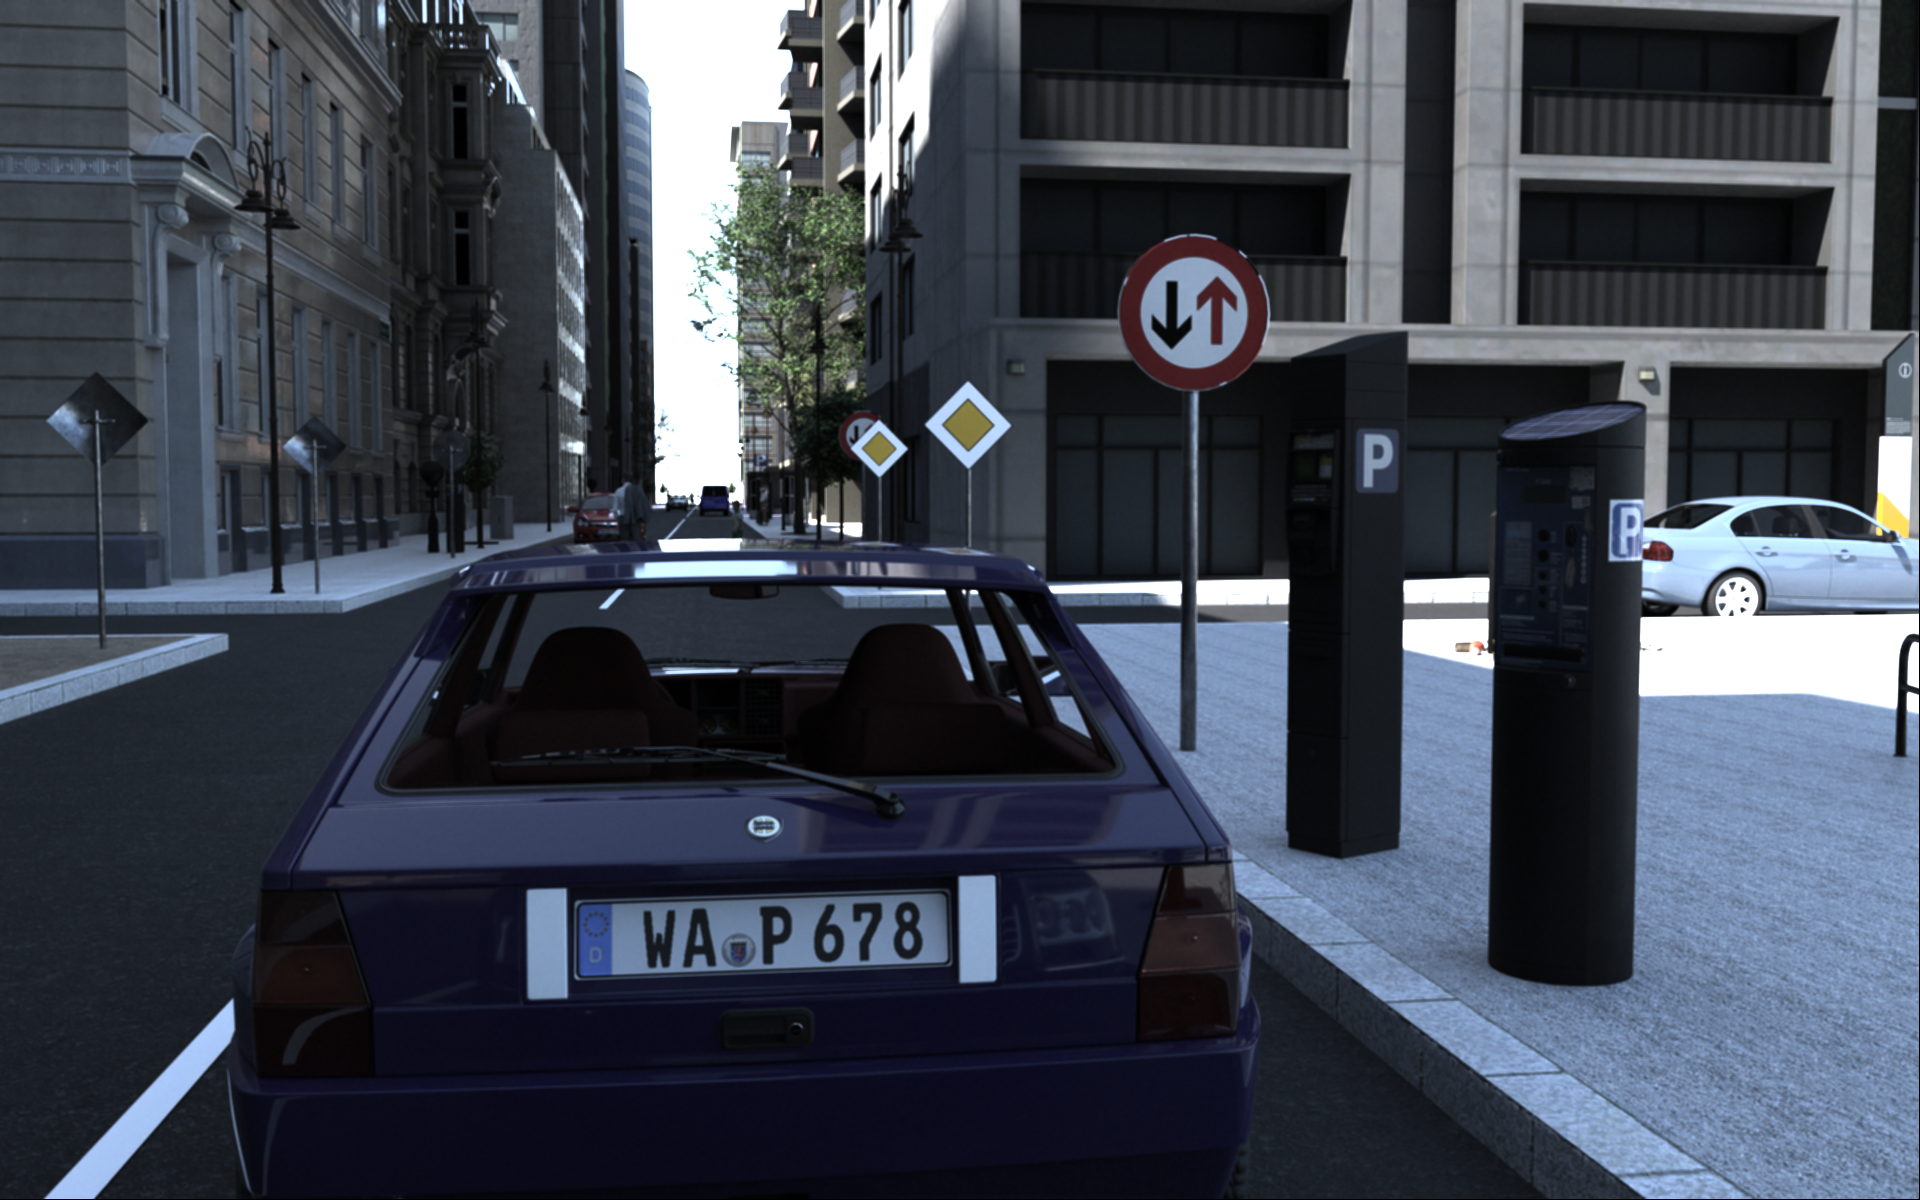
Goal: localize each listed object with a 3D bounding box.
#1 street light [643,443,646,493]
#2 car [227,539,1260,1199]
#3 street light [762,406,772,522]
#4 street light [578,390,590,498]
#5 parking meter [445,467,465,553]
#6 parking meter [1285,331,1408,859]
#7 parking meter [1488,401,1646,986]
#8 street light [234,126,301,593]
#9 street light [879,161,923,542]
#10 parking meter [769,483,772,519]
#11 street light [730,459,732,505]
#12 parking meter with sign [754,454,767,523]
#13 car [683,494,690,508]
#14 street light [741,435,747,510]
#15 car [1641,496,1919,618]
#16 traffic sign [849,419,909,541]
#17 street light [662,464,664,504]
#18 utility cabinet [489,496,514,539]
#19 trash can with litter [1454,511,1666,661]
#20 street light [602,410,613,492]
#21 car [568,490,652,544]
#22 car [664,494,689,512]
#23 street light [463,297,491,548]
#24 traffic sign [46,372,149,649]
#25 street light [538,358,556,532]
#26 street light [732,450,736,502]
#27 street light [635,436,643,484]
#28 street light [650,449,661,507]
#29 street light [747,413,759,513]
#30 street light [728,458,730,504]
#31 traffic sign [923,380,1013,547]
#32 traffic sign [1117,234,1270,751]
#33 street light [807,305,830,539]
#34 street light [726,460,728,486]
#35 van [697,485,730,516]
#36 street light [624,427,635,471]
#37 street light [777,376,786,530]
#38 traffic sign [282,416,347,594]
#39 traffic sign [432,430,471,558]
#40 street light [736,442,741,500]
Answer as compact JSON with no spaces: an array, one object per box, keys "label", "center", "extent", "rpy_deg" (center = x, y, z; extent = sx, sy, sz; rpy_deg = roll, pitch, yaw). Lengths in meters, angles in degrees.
[{"label":"street light","center":[-27.923,-11.041,153.300],"extent":[0.468,5.910,1.993],"rpy_deg":[-1,4,-8]},{"label":"car","center":[-0.546,0.498,4.442],"extent":[1.945,1.354,3.894],"rpy_deg":[0,4,-8]},{"label":"street light","center":[-8.806,-6.510,79.223],"extent":[0.468,5.910,1.993],"rpy_deg":[-1,4,-8]},{"label":"street light","center":[-16.718,-6.380,77.105],"extent":[0.468,5.910,1.993],"rpy_deg":[-1,4,-8]},{"label":"parking meter","center":[-11.035,-1.964,37.830],"extent":[0.255,1.863,0.399],"rpy_deg":[1,4,12]},{"label":"parking meter","center":[1.381,-0.031,6.213],"extent":[0.399,1.863,0.255],"rpy_deg":[-3,4,-36]},{"label":"parking meter","center":[1.625,0.230,4.648],"extent":[0.372,1.533,0.369],"rpy_deg":[0,3,0]},{"label":"street light","center":[-8.852,-3.027,22.287],"extent":[0.468,5.910,1.993],"rpy_deg":[-1,4,-8]},{"label":"street light","center":[-0.840,-3.162,24.484],"extent":[0.468,5.910,1.993],"rpy_deg":[-1,4,-8]},{"label":"parking meter","center":[-9.855,-5.088,88.899],"extent":[0.399,1.863,0.255],"rpy_deg":[0,4,0]},{"label":"street light","center":[-22.448,-12.247,173.029],"extent":[0.468,5.910,1.993],"rpy_deg":[-1,4,-8]},{"label":"parking meter with sign","center":[-8.722,-4.883,76.099],"extent":[0.543,3.016,1.738],"rpy_deg":[0,4,-5]},{"label":"car","center":[-29.980,-10.641,185.785],"extent":[2.131,1.459,4.920],"rpy_deg":[0,4,-7]},{"label":"street light","center":[-14.434,-8.864,117.714],"extent":[0.468,5.910,1.993],"rpy_deg":[-1,4,-8]},{"label":"car","center":[9.370,-0.454,19.429],"extent":[4.499,1.417,2.014],"rpy_deg":[-1,4,-9]},{"label":"traffic sign","center":[-1.084,-1.197,23.221],"extent":[0.795,2.450,0.064],"rpy_deg":[-1,4,-8]},{"label":"street light","center":[-34.432,-13.801,198.432],"extent":[0.468,5.910,1.993],"rpy_deg":[-1,4,-8]},{"label":"utility cabinet","center":[-13.076,-2.337,49.376],"extent":[0.306,1.237,1.020],"rpy_deg":[-3,4,-38]},{"label":"trash can with litter","center":[4.890,-0.178,13.961],"extent":[2.233,1.210,1.678],"rpy_deg":[-1,4,-20]},{"label":"street light","center":[-19.834,-7.662,98.055],"extent":[0.468,5.910,1.993],"rpy_deg":[-1,4,-8]},{"label":"car","center":[-9.180,-2.230,45.504],"extent":[2.155,1.783,4.494],"rpy_deg":[-1,4,-10]},{"label":"car","center":[-23.346,-8.129,142.700],"extent":[2.009,1.686,4.222],"rpy_deg":[-1,4,-9]},{"label":"street light","center":[-11.362,-4.165,40.884],"extent":[0.468,5.910,1.993],"rpy_deg":[-1,4,-8]},{"label":"traffic sign","center":[-7.103,-0.652,14.298],"extent":[0.795,2.450,0.064],"rpy_deg":[-1,4,-8]},{"label":"street light","center":[-14.053,-5.277,59.068],"extent":[0.468,5.910,1.993],"rpy_deg":[-1,4,-8]},{"label":"street light","center":[-19.791,-11.106,154.374],"extent":[0.468,5.910,1.993],"rpy_deg":[-1,4,-8]},{"label":"street light","center":[-25.107,-9.883,134.373],"extent":[0.468,5.910,1.993],"rpy_deg":[-1,4,-8]},{"label":"street light","center":[-31.716,-12.695,180.350],"extent":[0.468,5.910,1.993],"rpy_deg":[-1,4,-8]},{"label":"street light","center":[-11.810,-7.747,99.447],"extent":[0.468,5.910,1.993],"rpy_deg":[-1,4,-8]},{"label":"street light","center":[-23.986,-12.848,182.852],"extent":[0.468,5.910,1.993],"rpy_deg":[-1,4,-8]},{"label":"traffic sign","center":[0.068,-0.714,15.320],"extent":[0.795,2.450,0.064],"rpy_deg":[-1,4,-8]},{"label":"traffic sign","center":[1.143,-0.519,8.599],"extent":[0.768,2.556,0.104],"rpy_deg":[0,4,-8]},{"label":"street light","center":[-3.478,-4.265,42.525],"extent":[0.468,5.910,1.993],"rpy_deg":[-1,4,-8]},{"label":"street light","center":[-26.548,-13.952,200.904],"extent":[0.468,5.910,1.993],"rpy_deg":[-1,4,-8]},{"label":"van","center":[-16.565,-6.861,116.557],"extent":[2.240,2.365,5.245],"rpy_deg":[-1,4,-9]},{"label":"street light","center":[-22.324,-8.781,116.353],"extent":[0.468,5.910,1.993],"rpy_deg":[-1,4,-8]},{"label":"street light","center":[-6.254,-5.406,61.170],"extent":[0.468,5.910,1.993],"rpy_deg":[-1,4,-8]},{"label":"traffic sign","center":[-8.255,-1.135,22.200],"extent":[0.795,2.450,0.064],"rpy_deg":[-1,4,-8]},{"label":"traffic sign","center":[-10.177,-2.114,34.677],"extent":[0.768,2.556,0.104],"rpy_deg":[0,4,-3]},{"label":"street light","center":[-17.171,-10.003,136.330],"extent":[0.468,5.910,1.993],"rpy_deg":[-1,4,-8]}]
